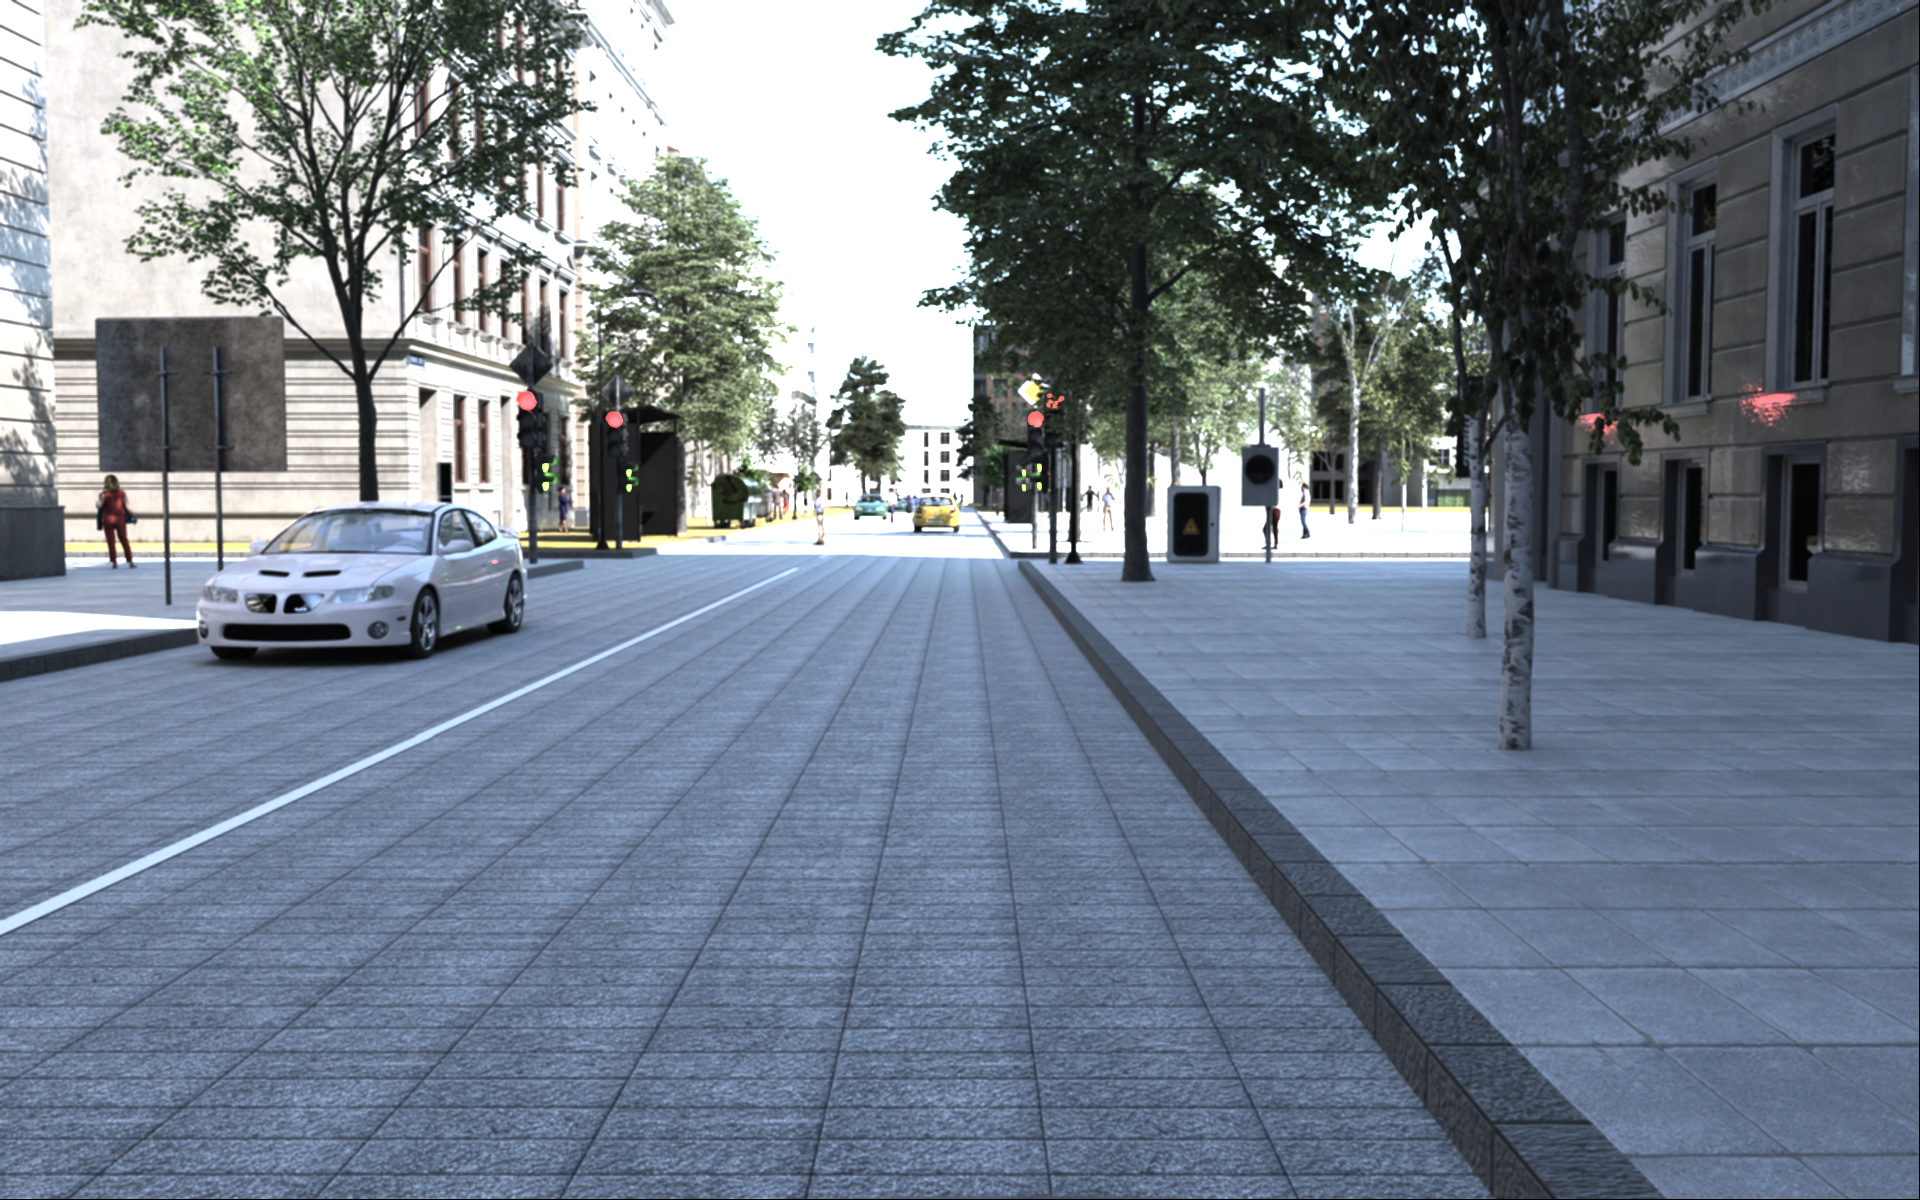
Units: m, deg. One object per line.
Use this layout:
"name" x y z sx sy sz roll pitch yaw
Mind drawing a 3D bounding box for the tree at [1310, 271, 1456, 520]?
"tree" 20.561 -9.960 84.893 6.751 12.117 7.091 0 3 0

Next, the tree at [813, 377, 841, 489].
"tree" -9.299 -9.515 105.931 4.360 8.622 3.978 0 3 0

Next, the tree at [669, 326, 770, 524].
"tree" -10.591 -7.525 73.392 4.737 8.622 4.395 0 3 0

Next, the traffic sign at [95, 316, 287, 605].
"traffic sign" -8.858 -1.595 19.958 2.265 3.308 0.079 0 4 6

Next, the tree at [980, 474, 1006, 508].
"tree" 3.108 -9.236 145.608 1.663 3.219 1.824 0 3 0

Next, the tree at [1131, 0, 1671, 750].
"tree" 2.562 -3.553 8.459 4.360 8.622 3.978 0 3 0

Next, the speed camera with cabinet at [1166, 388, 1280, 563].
"speed camera with cabinet" 4.901 -2.319 32.247 2.038 3.252 0.660 1 4 14

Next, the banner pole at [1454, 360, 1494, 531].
"banner pole" 9.653 -2.585 32.280 0.863 3.779 0.401 1 4 16

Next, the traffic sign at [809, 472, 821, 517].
"traffic sign" -8.242 -5.973 97.759 0.768 2.556 0.104 0 4 4

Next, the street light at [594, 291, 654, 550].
"street light" -7.702 -4.110 39.740 1.470 5.913 1.316 0 3 0

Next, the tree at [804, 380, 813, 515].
"tree" -11.105 -9.185 100.532 4.360 8.622 3.978 0 3 0

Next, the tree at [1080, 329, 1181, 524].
"tree" 6.891 -7.481 72.681 4.737 8.622 4.395 0 3 0

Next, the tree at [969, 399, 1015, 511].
"tree" 2.517 -11.246 134.227 4.737 8.622 4.395 0 3 0

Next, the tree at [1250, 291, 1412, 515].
"tree" 22.427 -11.858 104.251 12.009 13.543 11.850 0 3 0

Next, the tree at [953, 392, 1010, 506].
"tree" 2.613 -15.964 183.064 6.751 12.117 7.091 0 3 0

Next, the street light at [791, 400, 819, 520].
"street light" -7.690 -6.943 86.067 1.470 5.913 1.316 0 3 0

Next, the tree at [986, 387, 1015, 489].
"tree" 3.474 -9.991 113.712 4.360 8.622 3.978 0 3 0

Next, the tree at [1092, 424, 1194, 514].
"tree" 11.737 -10.821 111.339 7.601 10.594 8.767 0 4 5

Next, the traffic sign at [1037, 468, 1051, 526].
"traffic sign" 3.322 -4.283 70.027 0.884 2.594 0.081 0 4 5

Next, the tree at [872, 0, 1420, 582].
"tree" 2.676 -6.522 24.767 7.486 12.596 7.792 0 3 0

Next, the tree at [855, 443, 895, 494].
"tree" -8.371 -13.496 171.015 4.360 8.622 3.978 0 3 0

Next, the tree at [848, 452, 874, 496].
"tree" -9.052 -12.834 160.200 4.737 8.622 4.395 0 3 0

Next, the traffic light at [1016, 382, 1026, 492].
"traffic light" 1.709 -3.095 39.855 0.839 4.213 0.868 0 3 0

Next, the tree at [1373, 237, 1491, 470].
"tree" 16.748 -7.347 54.538 7.601 10.594 8.767 0 4 -4

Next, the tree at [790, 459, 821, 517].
"tree" -8.622 -6.172 95.512 1.663 3.219 1.824 0 3 0

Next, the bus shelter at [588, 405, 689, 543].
"bus shelter" -8.971 -3.519 48.812 1.731 3.624 6.357 0 3 0

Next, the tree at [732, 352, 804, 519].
"tree" -10.331 -8.536 89.930 4.360 8.622 3.978 0 3 0

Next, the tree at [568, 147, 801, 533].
"tree" -8.871 -8.513 57.319 7.486 12.596 7.792 0 3 0

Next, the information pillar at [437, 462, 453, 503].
"information pillar" -11.894 -2.173 40.016 0.304 2.012 0.304 -2 4 -24

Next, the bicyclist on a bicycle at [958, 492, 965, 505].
"bicyclist on a bicycle" 0.175 -9.299 162.064 1.499 1.676 1.625 0 4 1

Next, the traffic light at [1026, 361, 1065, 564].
"traffic light" 1.700 -2.607 31.870 0.839 4.213 0.868 0 3 0

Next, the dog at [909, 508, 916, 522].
"dog" -2.428 -4.464 89.818 0.800 0.831 0.513 -1 4 -20

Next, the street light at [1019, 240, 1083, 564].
"street light" 1.559 -3.628 31.856 1.470 5.913 1.316 0 3 0

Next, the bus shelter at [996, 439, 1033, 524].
"bus shelter" 2.513 -5.215 76.540 1.731 3.624 6.357 0 4 0

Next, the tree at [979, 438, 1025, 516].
"tree" 2.621 -7.240 102.089 4.285 4.588 4.351 0 3 0

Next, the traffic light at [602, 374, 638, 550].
"traffic light" -7.852 -3.095 39.850 0.839 4.213 0.868 0 3 0

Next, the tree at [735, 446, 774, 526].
"tree" -8.486 -4.551 69.006 1.663 3.219 1.824 0 3 0

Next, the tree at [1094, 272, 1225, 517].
"tree" 10.737 -11.475 95.042 7.806 13.903 7.818 0 3 0

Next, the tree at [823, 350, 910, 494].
"tree" -8.269 -15.004 152.737 7.806 13.903 7.818 0 3 0

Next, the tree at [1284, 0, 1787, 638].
"tree" 4.616 -3.954 15.017 4.737 8.622 4.395 0 3 0

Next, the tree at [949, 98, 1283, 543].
"tree" 3.128 -7.316 45.368 9.928 11.665 9.643 0 3 0

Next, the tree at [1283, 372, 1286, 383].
"tree" 11.590 -9.591 82.566 9.928 11.665 9.643 0 3 0

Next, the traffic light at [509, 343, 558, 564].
"traffic light" -7.861 -2.607 31.865 0.839 4.213 0.868 0 3 0

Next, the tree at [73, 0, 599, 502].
"tree" -9.095 -6.135 26.060 9.928 11.665 9.643 0 3 0

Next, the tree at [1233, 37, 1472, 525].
"tree" 17.498 -13.155 70.976 12.611 20.169 13.585 0 3 0

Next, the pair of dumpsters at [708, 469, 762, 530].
"pair of dumpsters" -8.396 -3.798 64.595 1.574 2.255 4.436 0 3 0
